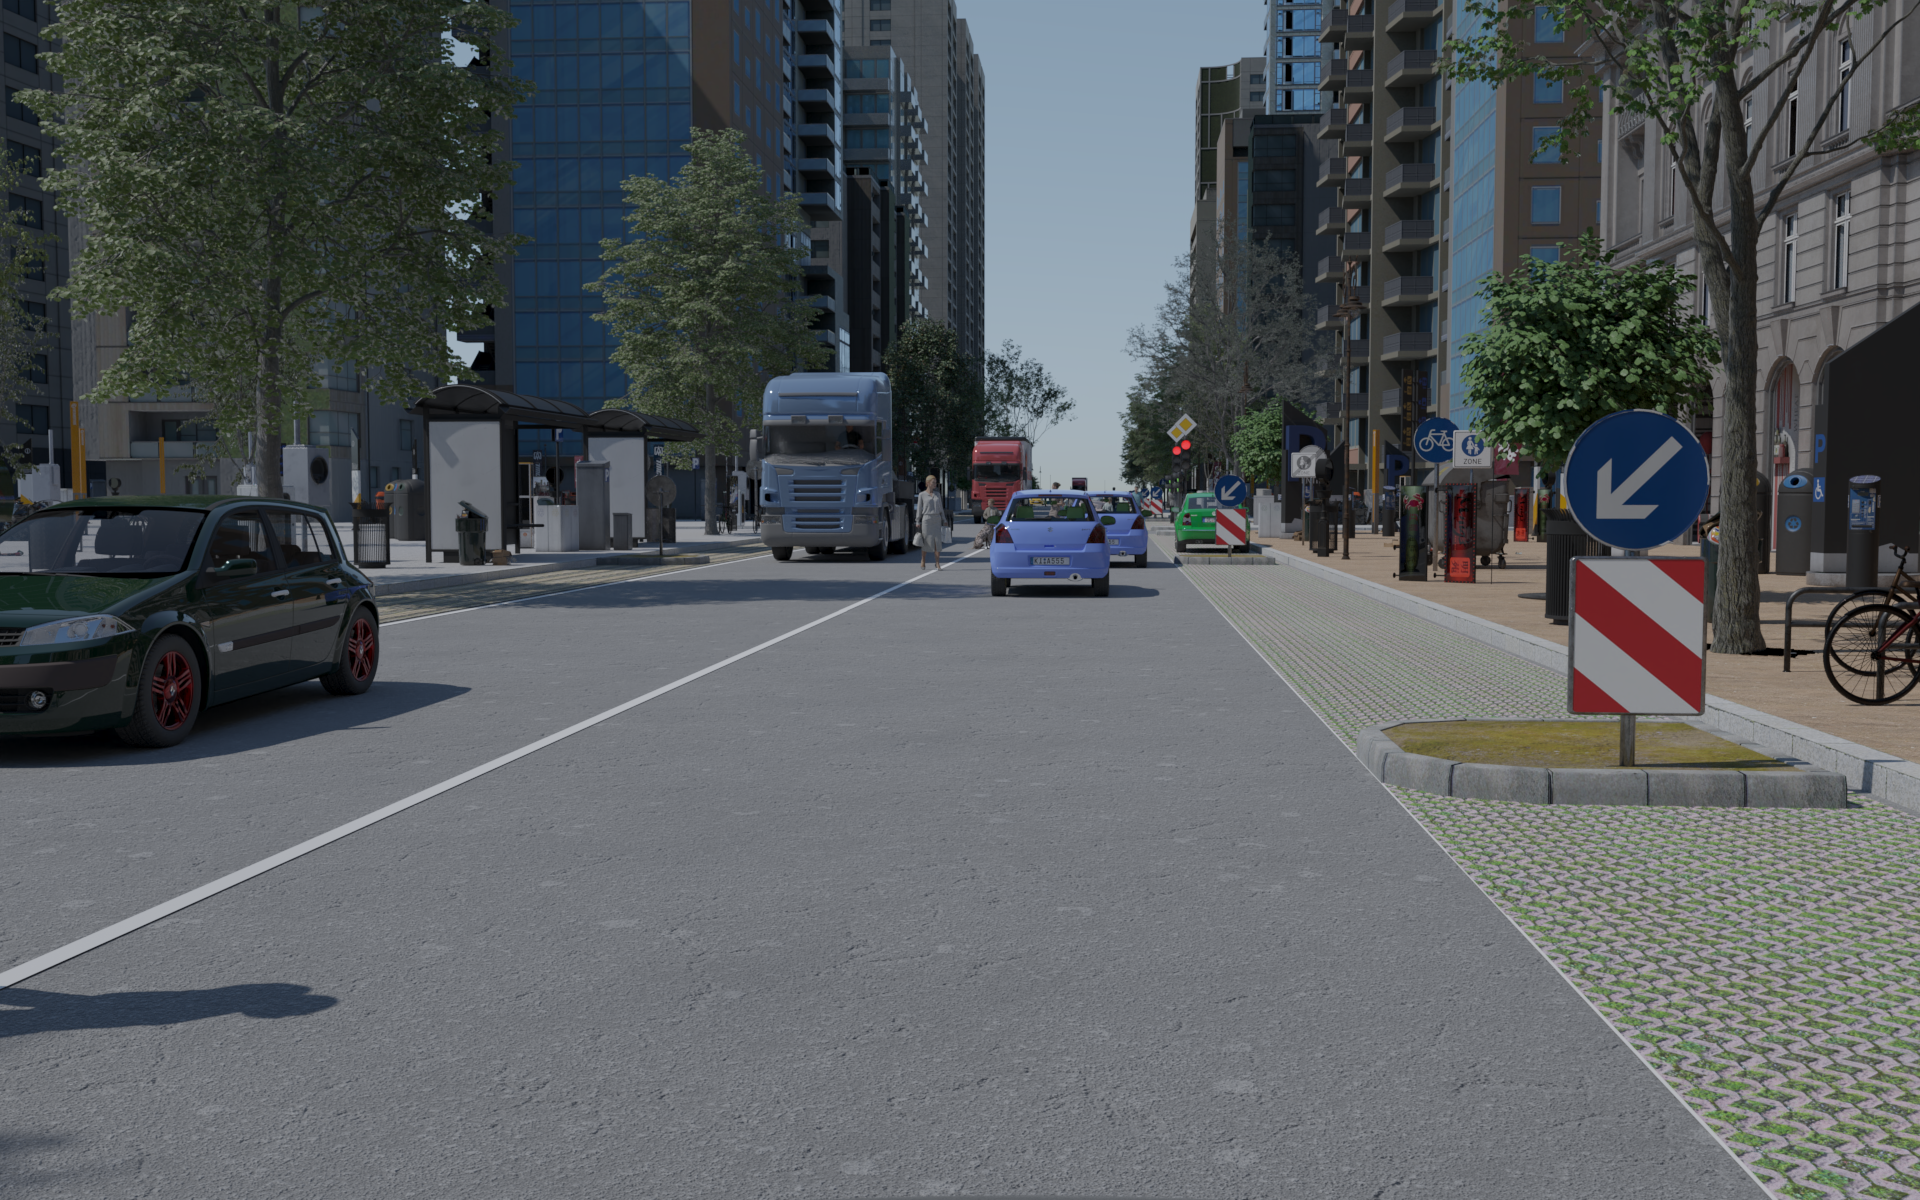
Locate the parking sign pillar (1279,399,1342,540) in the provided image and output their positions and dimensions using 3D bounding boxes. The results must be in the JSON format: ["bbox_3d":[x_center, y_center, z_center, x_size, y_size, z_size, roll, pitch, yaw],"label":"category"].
[{"bbox_3d":[9.839,-3.719,49.285,1.447,3.967,1.447,0,4,-6],"label":"parking sign pillar"}]

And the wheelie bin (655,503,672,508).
[{"bbox_3d":[-14.022,-4.518,81.777,0.980,1.594,0.693,1,4,17],"label":"wheelie bin"}]

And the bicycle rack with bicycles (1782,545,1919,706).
[{"bbox_3d":[6.843,0.127,11.311,2.925,0.926,2.852,1,4,9],"label":"bicycle rack with bicycles"}]

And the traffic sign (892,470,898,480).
[{"bbox_3d":[-3.644,-5.713,93.409,0.884,2.594,0.081,1,4,10],"label":"traffic sign"}]

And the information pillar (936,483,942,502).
[{"bbox_3d":[-1.414,-6.859,116.644,0.304,2.012,0.304,3,5,44],"label":"information pillar"}]

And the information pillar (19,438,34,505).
[{"bbox_3d":[-38.738,-4.927,71.908,0.504,3.616,0.183,-1,4,-11],"label":"information pillar"}]

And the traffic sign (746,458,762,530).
[{"bbox_3d":[-7.138,-3.700,60.606,0.768,2.556,0.104,1,4,11],"label":"traffic sign"}]

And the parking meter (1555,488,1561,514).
[{"bbox_3d":[24.444,-3.800,70.535,0.372,1.533,0.369,0,3,0],"label":"parking meter"}]

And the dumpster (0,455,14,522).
[{"bbox_3d":[-10.969,-0.930,17.706,1.502,2.255,1.985,0,4,5],"label":"dumpster"}]

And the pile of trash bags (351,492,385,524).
[{"bbox_3d":[-24.823,-3.921,73.865,1.912,1.369,3.447,-2,4,-25],"label":"pile of trash bags"}]

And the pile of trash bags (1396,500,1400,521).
[{"bbox_3d":[20.227,-4.446,82.437,3.447,1.369,1.912,0,4,6],"label":"pile of trash bags"}]

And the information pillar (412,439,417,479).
[{"bbox_3d":[-23.184,-5.036,73.689,0.183,3.616,0.504,-2,4,-32],"label":"information pillar"}]

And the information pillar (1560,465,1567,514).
[{"bbox_3d":[24.469,-4.796,69.774,0.504,3.616,0.183,2,4,30],"label":"information pillar"}]

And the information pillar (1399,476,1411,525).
[{"bbox_3d":[18.231,-4.066,70.977,0.304,2.012,0.304,-2,4,-30],"label":"information pillar"}]

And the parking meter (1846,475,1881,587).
[{"bbox_3d":[11.790,-0.868,22.606,0.372,1.533,0.369,0,3,0],"label":"parking meter"}]

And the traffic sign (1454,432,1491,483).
[{"bbox_3d":[8.241,-1.577,27.909,0.606,2.300,0.079,0,4,6],"label":"traffic sign"}]

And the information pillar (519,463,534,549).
[{"bbox_3d":[-10.192,-2.213,40.680,0.304,2.012,0.304,0,4,-1],"label":"information pillar"}]

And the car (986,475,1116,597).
[{"bbox_3d":[1.338,-0.976,25.555,1.945,1.707,3.694,0,4,3],"label":"car"}]

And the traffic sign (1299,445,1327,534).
[{"bbox_3d":[9.186,-2.763,45.275,0.768,2.556,0.104,1,4,11],"label":"traffic sign"}]

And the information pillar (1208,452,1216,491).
[{"bbox_3d":[13.799,-6.343,95.061,0.504,3.616,0.183,-1,4,-22],"label":"information pillar"}]

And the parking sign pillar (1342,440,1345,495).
[{"bbox_3d":[18.406,-5.929,85.410,1.447,3.967,1.447,-3,5,-41],"label":"parking sign pillar"}]

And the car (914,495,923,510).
[{"bbox_3d":[-2.043,-4.267,81.761,2.014,1.417,4.499,0,4,5],"label":"car"}]

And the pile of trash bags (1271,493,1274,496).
[{"bbox_3d":[17.378,-5.046,92.250,3.447,1.369,1.912,-3,5,-40],"label":"pile of trash bags"}]

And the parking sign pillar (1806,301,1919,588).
[{"bbox_3d":[12.683,-2.186,24.206,1.447,3.967,1.447,0,4,3],"label":"parking sign pillar"}]

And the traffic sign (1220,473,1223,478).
[{"bbox_3d":[14.146,-5.826,95.361,0.768,2.556,0.104,1,4,9],"label":"traffic sign"}]

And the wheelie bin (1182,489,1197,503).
[{"bbox_3d":[18.069,-7.949,137.879,0.693,1.594,0.980,-2,4,-28],"label":"wheelie bin"}]

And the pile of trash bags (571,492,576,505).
[{"bbox_3d":[-19.594,-4.394,81.587,3.447,1.369,1.912,-1,4,-19],"label":"pile of trash bags"}]

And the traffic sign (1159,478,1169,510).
[{"bbox_3d":[16.382,-8.497,139.034,0.768,2.556,0.104,1,4,12],"label":"traffic sign"}]

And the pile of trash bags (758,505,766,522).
[{"bbox_3d":[-8.096,-4.223,78.799,1.912,1.369,3.447,-1,4,-19],"label":"pile of trash bags"}]

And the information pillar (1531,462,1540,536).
[{"bbox_3d":[17.580,-3.756,52.771,0.183,3.616,0.504,0,4,7],"label":"information pillar"}]

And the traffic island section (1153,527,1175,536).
[{"bbox_3d":[7.849,-2.325,60.295,2.009,0.180,2.903,0,4,5],"label":"traffic island section"}]

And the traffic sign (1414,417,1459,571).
[{"bbox_3d":[7.903,-1.750,28.725,0.768,2.556,0.104,1,4,11],"label":"traffic sign"}]

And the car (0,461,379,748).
[{"bbox_3d":[-5.208,-0.078,11.063,2.009,1.686,4.222,0,4,4],"label":"car"}]

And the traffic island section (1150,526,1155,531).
[{"bbox_3d":[8.533,-2.812,68.251,2.009,0.180,2.903,0,4,5],"label":"traffic island section"}]

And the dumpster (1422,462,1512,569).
[{"bbox_3d":[8.841,-1.496,30.218,1.264,1.857,1.865,0,4,5],"label":"dumpster"}]

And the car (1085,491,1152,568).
[{"bbox_3d":[2.924,-1.554,35.006,1.945,1.707,3.694,0,4,5],"label":"car"}]

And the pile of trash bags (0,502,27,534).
[{"bbox_3d":[-26.234,-2.308,47.484,1.912,1.369,3.447,3,5,43],"label":"pile of trash bags"}]

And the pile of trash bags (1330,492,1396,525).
[{"bbox_3d":[15.956,-3.797,71.840,3.447,1.369,1.912,-2,4,-24],"label":"pile of trash bags"}]

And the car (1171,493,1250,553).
[{"bbox_3d":[6.290,-2.117,43.405,1.959,1.807,4.718,0,4,6],"label":"car"}]

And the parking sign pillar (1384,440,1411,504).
[{"bbox_3d":[21.692,-5.955,85.841,1.447,3.967,1.447,-1,4,-10],"label":"parking sign pillar"}]

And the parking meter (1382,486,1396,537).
[{"bbox_3d":[12.934,-2.680,52.228,0.372,1.533,0.369,0,3,0],"label":"parking meter"}]

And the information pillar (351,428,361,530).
[{"bbox_3d":[-21.333,-4.270,61.174,0.504,3.616,0.183,3,5,44],"label":"information pillar"}]

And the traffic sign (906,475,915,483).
[{"bbox_3d":[-3.427,-7.095,116.105,0.768,2.556,0.104,1,4,14],"label":"traffic sign"}]

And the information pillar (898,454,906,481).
[{"bbox_3d":[-3.378,-6.709,101.039,0.504,3.616,0.183,0,4,-7],"label":"information pillar"}]

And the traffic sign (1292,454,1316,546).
[{"bbox_3d":[8.551,-2.506,43.096,0.606,2.300,0.079,1,4,14],"label":"traffic sign"}]

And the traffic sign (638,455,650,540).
[{"bbox_3d":[-8.993,-2.943,48.219,0.768,2.556,0.104,0,4,7],"label":"traffic sign"}]

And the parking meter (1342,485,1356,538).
[{"bbox_3d":[11.290,-2.560,50.261,0.372,1.533,0.369,0,3,0],"label":"parking meter"}]

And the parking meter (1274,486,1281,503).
[{"bbox_3d":[9.749,-2.713,52.763,0.372,1.533,0.369,0,3,0],"label":"parking meter"}]

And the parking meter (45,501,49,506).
[{"bbox_3d":[-42.478,-4.589,80.749,0.399,1.863,0.255,3,4,36],"label":"parking meter"}]

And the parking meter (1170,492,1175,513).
[{"bbox_3d":[14.625,-6.777,119.222,0.372,1.533,0.369,0,3,0],"label":"parking meter"}]
